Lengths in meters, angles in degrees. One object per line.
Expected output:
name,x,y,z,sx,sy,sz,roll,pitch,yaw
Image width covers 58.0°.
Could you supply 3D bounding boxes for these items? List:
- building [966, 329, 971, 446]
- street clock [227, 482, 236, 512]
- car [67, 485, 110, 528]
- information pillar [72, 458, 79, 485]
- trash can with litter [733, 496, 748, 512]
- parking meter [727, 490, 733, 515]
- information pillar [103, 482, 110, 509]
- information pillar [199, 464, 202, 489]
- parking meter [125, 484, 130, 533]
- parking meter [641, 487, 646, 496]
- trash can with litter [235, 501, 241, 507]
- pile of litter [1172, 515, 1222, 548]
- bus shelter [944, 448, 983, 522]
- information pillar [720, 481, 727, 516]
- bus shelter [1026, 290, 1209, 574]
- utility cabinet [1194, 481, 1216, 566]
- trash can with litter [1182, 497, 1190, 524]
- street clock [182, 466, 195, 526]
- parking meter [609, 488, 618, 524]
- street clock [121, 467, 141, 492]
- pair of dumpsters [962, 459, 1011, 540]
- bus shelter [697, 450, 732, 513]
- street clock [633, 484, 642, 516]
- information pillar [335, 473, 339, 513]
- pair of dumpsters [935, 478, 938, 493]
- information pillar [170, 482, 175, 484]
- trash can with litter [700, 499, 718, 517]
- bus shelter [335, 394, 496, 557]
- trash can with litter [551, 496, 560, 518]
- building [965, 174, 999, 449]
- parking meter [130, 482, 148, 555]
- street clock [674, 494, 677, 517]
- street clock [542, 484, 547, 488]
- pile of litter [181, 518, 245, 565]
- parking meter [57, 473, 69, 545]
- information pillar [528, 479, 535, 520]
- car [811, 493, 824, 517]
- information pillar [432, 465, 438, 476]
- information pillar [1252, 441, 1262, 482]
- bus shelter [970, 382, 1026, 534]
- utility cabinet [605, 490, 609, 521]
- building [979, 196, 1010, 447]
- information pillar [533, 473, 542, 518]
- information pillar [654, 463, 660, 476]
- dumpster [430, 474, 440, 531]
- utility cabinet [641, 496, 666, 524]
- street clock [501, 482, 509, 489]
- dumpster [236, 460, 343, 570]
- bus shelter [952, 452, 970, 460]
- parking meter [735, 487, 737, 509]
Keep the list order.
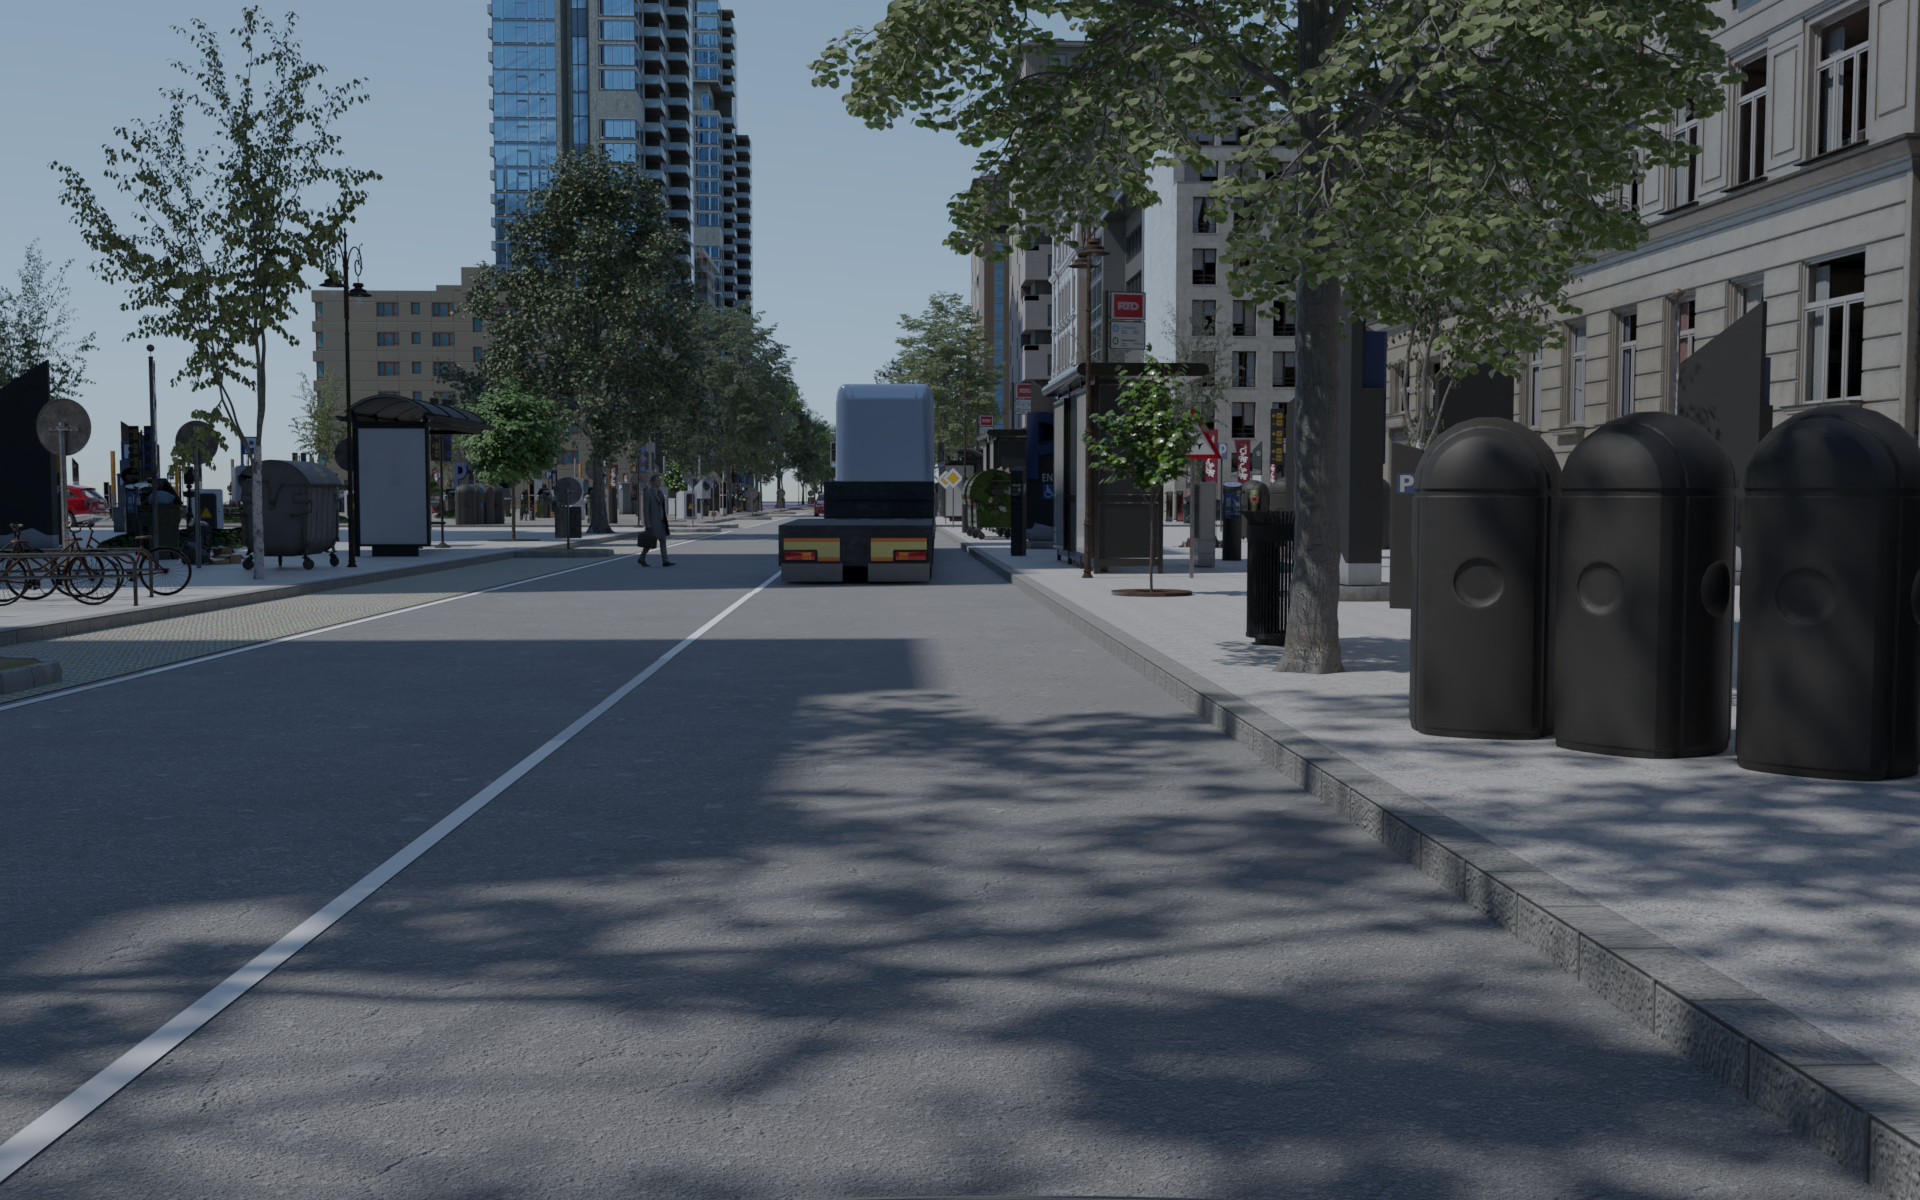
building,7.957,-32.407,301.561,14.160,30.474,14.107,0,4,-3
street clock,-41.449,-5.763,98.792,0.358,2.002,0.471,0,4,-7
car,-36.347,-3.632,68.056,5.304,1.827,2.281,0,4,-4
information pillar,-56.923,-7.348,111.493,0.183,3.616,0.504,1,4,19
trash can with litter,-15.862,-6.998,125.802,1.055,1.170,0.624,2,4,30
parking meter,-14.440,-6.027,106.954,0.372,1.533,0.369,0,3,0
information pillar,-51.377,-6.104,104.294,0.304,2.012,0.304,-1,4,-20
information pillar,-48.374,-7.270,110.221,0.183,3.616,0.504,0,4,7
parking meter,-20.792,-2.152,43.593,0.372,1.533,0.369,0,3,0
parking meter,-25.582,-8.217,140.053,0.255,1.863,0.399,-3,5,-43
trash can with litter,-49.765,-6.659,119.924,2.233,1.210,1.678,1,4,14
pile of litter,5.872,-1.693,41.650,1.176,0.858,1.719,-2,4,-27
bus shelter,0.131,-5.163,78.339,2.014,3.302,5.546,0,4,-2
information pillar,-13.621,-5.820,99.645,0.304,2.012,0.304,-3,5,-45
bus shelter,2.734,-3.318,31.889,2.179,5.291,8.768,0,4,-3
utility cabinet,4.307,-1.350,30.757,0.318,1.500,1.173,0,4,1
trash can with litter,10.034,-3.844,74.236,1.055,1.170,0.624,2,4,32
street clock,-20.133,-2.489,45.260,0.358,2.002,0.471,-1,4,-19
parking meter,-14.987,-4.062,74.826,0.372,1.533,0.369,0,3,0
street clock,-22.538,-2.604,47.139,0.471,2.002,0.358,-1,4,-19
pair of dumpsters,0.922,-2.930,50.401,1.574,2.255,4.437,0,4,-2
bus shelter,-17.167,-8.696,119.816,2.179,5.291,8.768,0,4,-2
street clock,-18.687,-5.868,100.506,0.358,2.002,0.471,3,4,36
information pillar,-21.562,-3.363,59.482,0.304,2.012,0.304,1,4,18
pair of dumpsters,-1.312,-6.298,105.471,1.574,2.255,4.437,0,4,-3
information pillar,-49.794,-6.428,109.593,0.304,2.012,0.304,-1,4,-16
trash can with litter,-14.285,-5.329,98.517,1.055,1.170,0.624,0,4,-5
bus shelter,-11.770,-2.692,37.936,2.014,3.302,5.546,0,4,-3
trash can with litter,-22.157,-5.102,94.802,0.624,1.170,1.055,0,4,-5
building,15.805,-42.260,280.181,28.713,52.752,27.495,0,4,-3
parking meter,-17.125,-1.709,36.349,0.372,1.533,0.369,0,3,0
street clock,-16.185,-5.768,98.877,0.471,2.002,0.358,0,4,1
street clock,-29.260,-7.162,121.663,0.358,2.002,0.471,2,4,25
pile of litter,-13.800,-1.106,32.044,1.176,0.858,1.719,0,4,2
parking meter,-22.755,-2.326,43.738,0.399,1.863,0.255,-2,4,-30
information pillar,-21.148,-4.958,85.549,0.304,2.012,0.304,-1,4,-16
car,-8.396,-6.217,110.694,2.155,1.783,4.494,0,4,-3
information pillar,-42.578,-9.122,140.500,0.504,3.616,0.183,-2,4,-33
information pillar,13.105,-5.198,76.343,0.504,3.616,0.183,3,5,44
bus shelter,1.754,-5.042,60.071,2.179,5.291,8.768,0,4,-3
utility cabinet,-16.672,-4.462,81.633,0.318,1.500,1.173,0,4,-8
building,10.078,-37.261,259.328,14.600,45.320,14.200,0,4,-3
information pillar,-23.053,-6.306,94.452,0.504,3.616,0.183,-2,4,-31
information pillar,-22.871,-8.524,130.726,0.504,3.616,0.183,2,4,32
dumpster,-13.826,-2.460,42.713,1.502,2.255,1.985,0,4,-2
utility cabinet,-12.940,-3.793,73.185,1.020,1.237,0.306,0,4,-4
street clock,-27.474,-6.121,104.641,0.471,2.002,0.358,0,4,1
dumpster,-11.549,-1.475,29.880,1.264,1.857,1.865,0,4,-3
bus shelter,0.739,-6.607,85.652,2.179,5.291,8.768,0,4,-3
parking meter,-18.750,-8.538,145.308,0.255,1.863,0.399,0,4,4
